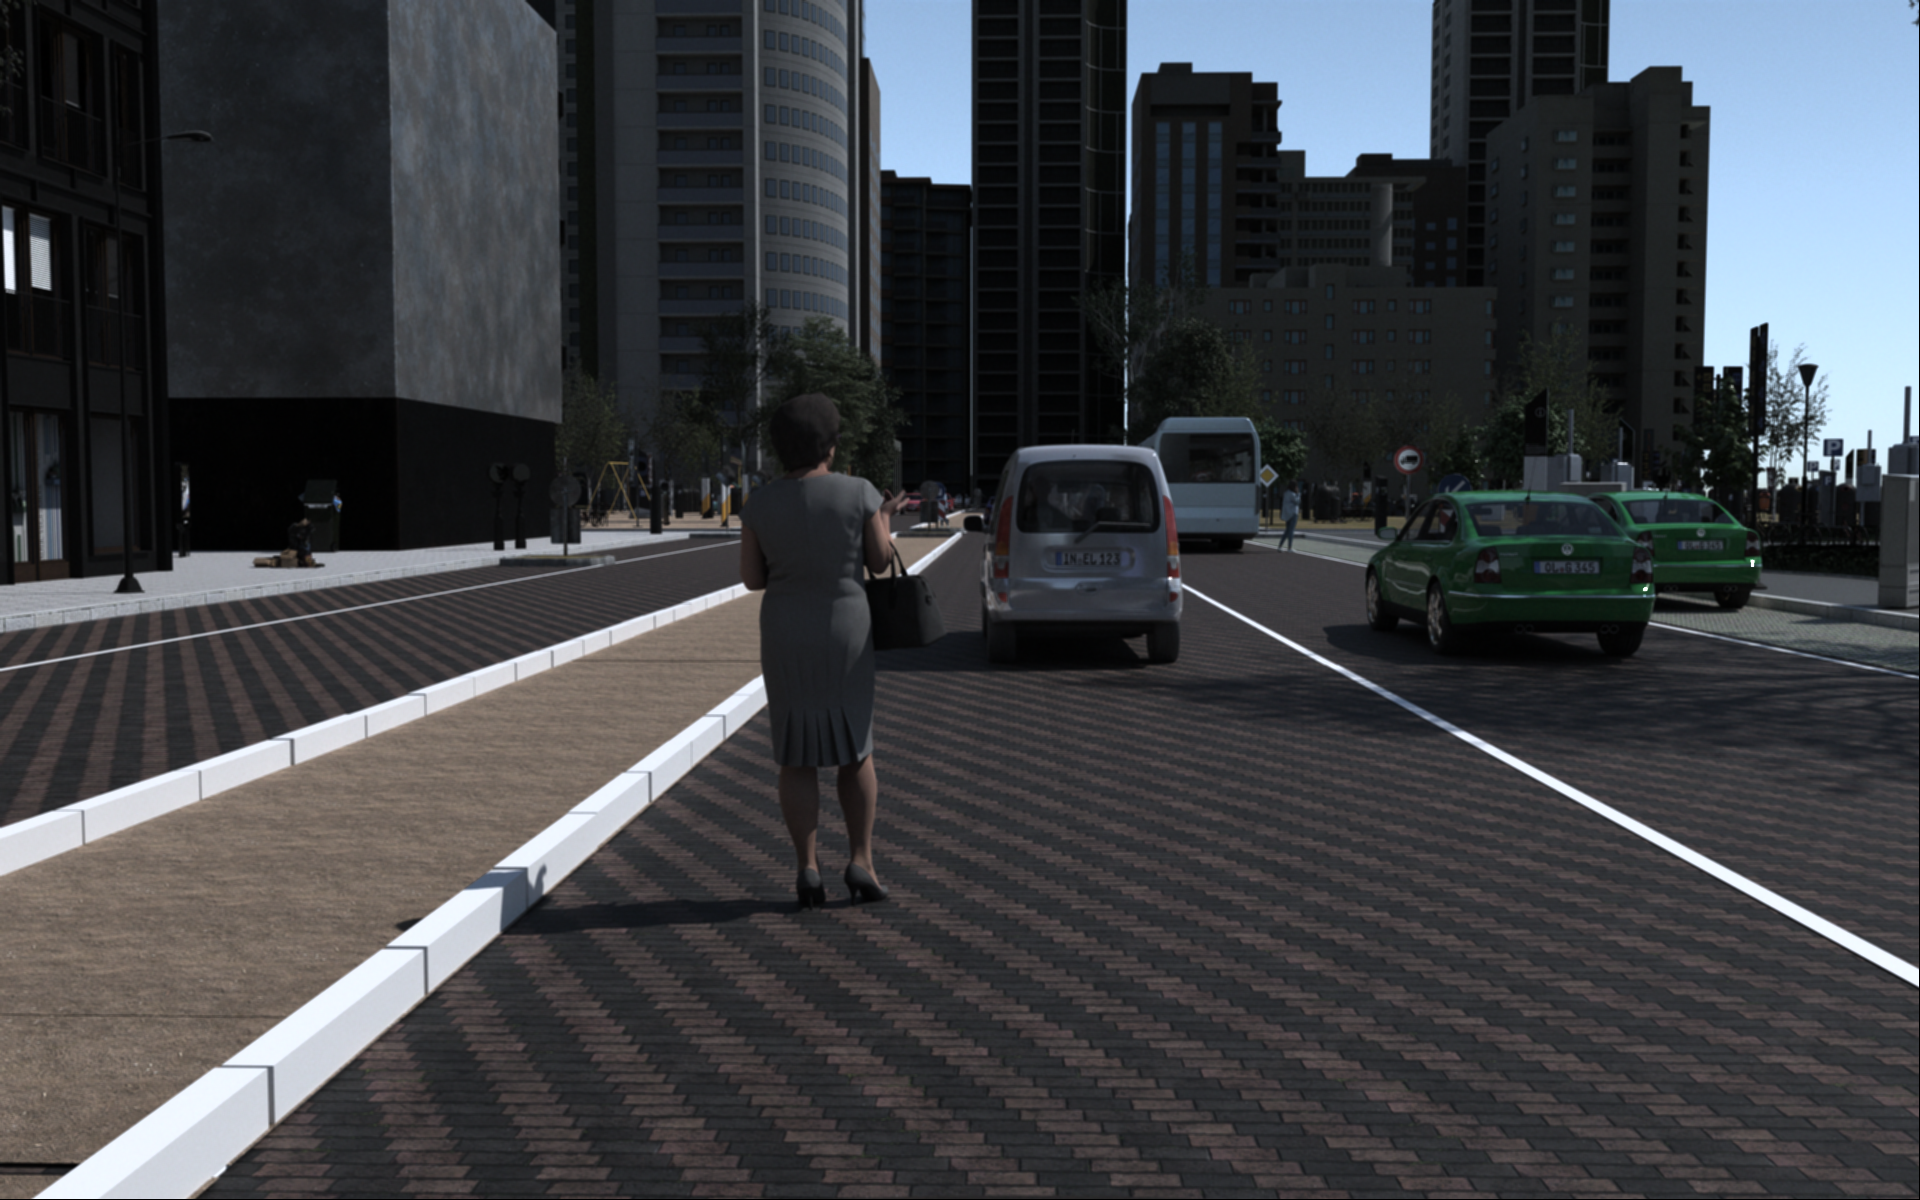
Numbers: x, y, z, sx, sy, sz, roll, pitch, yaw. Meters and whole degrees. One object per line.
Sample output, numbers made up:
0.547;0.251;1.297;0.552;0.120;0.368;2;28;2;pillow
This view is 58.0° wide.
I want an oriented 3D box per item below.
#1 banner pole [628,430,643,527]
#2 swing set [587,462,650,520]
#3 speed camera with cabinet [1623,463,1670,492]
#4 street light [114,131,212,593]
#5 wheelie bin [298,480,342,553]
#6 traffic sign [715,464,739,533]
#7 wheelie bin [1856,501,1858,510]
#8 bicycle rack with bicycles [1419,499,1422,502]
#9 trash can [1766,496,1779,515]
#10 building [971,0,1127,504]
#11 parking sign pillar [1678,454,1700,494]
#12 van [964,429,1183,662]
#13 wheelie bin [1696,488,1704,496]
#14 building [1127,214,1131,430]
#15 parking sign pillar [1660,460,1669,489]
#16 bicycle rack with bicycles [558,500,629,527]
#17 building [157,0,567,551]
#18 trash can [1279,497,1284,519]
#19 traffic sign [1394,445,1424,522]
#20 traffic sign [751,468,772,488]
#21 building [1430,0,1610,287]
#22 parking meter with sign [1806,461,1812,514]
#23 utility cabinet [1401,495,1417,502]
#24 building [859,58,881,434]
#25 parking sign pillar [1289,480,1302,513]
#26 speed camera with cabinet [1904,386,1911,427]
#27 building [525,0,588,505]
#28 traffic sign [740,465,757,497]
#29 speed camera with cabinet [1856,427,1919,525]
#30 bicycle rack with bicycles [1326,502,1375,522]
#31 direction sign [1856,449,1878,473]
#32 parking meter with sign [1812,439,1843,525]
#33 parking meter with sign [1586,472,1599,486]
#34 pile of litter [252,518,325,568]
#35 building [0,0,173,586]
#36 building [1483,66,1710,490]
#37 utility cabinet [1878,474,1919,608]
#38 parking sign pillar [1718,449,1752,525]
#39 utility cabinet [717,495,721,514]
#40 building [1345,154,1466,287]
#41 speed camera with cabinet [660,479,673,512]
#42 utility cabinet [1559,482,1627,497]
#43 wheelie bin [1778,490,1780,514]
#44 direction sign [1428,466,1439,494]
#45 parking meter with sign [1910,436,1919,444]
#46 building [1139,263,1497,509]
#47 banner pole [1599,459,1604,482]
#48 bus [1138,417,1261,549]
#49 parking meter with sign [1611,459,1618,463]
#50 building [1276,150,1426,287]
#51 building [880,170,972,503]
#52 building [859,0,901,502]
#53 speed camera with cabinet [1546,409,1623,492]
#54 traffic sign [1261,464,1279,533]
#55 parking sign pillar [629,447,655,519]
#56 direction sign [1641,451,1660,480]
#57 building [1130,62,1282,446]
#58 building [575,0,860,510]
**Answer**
-12.696;-4.737;67.463;0.401;3.779;0.863;-3;5;-43;banner pole
-16.925;-5.419;86.222;2.862;2.851;3.119;1;4;12;swing set
20.137;-3.505;51.641;2.038;3.252;0.660;-1;4;-16;speed camera with cabinet
-10.272;-3.046;22.342;1.470;5.913;1.316;0;4;2;street light
-14.073;-1.851;38.172;0.980;1.594;0.693;0;4;-3;wheelie bin
-7.738;-3.297;57.553;0.795;2.450;0.064;0;4;2;traffic sign
56.680;-6.248;110.056;0.980;1.594;0.693;0;4;-6;wheelie bin
34.800;-7.243;131.803;2.852;0.926;2.925;1;4;19;bicycle rack with bicycles
50.472;-5.871;107.646;0.748;1.137;0.748;0;3;0;trash can
12.061;-48.698;234.463;20.611;71.187;20.563;0;4;2;building
45.935;-7.379;109.126;1.447;3.967;1.447;-3;5;-43;parking sign pillar
1.043;-0.559;16.153;2.013;2.044;4.112;0;4;0;van
39.486;-5.202;92.961;0.693;1.594;0.980;-2;4;-28;wheelie bin
29.799;-33.535;231.895;14.086;41.232;14.154;0;4;2;building
55.058;-9.028;136.077;1.447;3.967;1.447;-2;4;-24;parking sign pillar
-14.940;-3.349;68.136;2.852;0.926;2.925;2;4;27;bicycle rack with bicycles
-20.773;-10.992;47.166;16.811;18.784;16.820;0;4;2;building
16.017;-4.485;84.985;0.748;1.137;0.748;0;3;0;trash can
11.660;-2.748;45.043;0.768;2.556;0.104;1;4;9;traffic sign
-7.502;-3.785;65.535;0.795;2.450;0.064;0;4;2;traffic sign
75.626;-48.586;232.634;20.611;71.187;20.563;0;4;2;building
43.615;-5.599;87.797;0.543;3.016;1.738;-2;4;-24;parking meter with sign
30.884;-6.606;119.165;1.020;1.237;0.306;0;4;3;utility cabinet
-15.459;-32.143;175.641;14.600;45.320;14.200;0;4;2;building
22.809;-7.972;118.818;1.447;3.967;1.447;0;4;6;parking sign pillar
17.770;-2.259;31.277;0.660;3.252;2.038;-1;4;-16;speed camera with cabinet
-48.838;-46.881;204.754;20.611;71.187;20.563;0;4;2;building
-9.233;-4.623;75.689;0.768;2.556;0.104;0;4;6;traffic sign
28.766;-3.610;53.357;2.038;3.252;0.660;2;4;29;speed camera with cabinet
18.545;-4.143;81.125;2.925;0.926;2.852;0;4;-8;bicycle rack with bicycles
45.692;-5.836;87.417;0.876;3.537;0.379;1;4;12;direction sign
27.864;-3.629;55.598;0.543;3.016;1.738;1;4;18;parking meter with sign
50.144;-8.567;136.332;0.543;3.016;1.738;-3;4;-36;parking meter with sign
-11.825;-1.009;30.462;1.176;0.858;1.719;-2;4;-26;pile of litter
-19.559;-11.676;20.579;12.332;23.373;15.834;0;4;2;building
74.305;-35.331;201.363;21.600;48.544;21.300;0;4;2;building
10.824;-0.672;19.673;1.173;1.500;0.318;-3;5;-44;utility cabinet
32.544;-5.143;72.567;1.447;3.967;1.447;-1;4;-12;parking sign pillar
-14.773;-5.988;109.073;1.020;1.237;0.306;1;4;15;utility cabinet
58.132;-35.510;230.694;14.200;45.320;14.600;0;4;2;building
-18.529;-6.792;105.392;2.038;3.252;0.660;1;4;10;speed camera with cabinet
11.965;-1.476;32.814;1.173;1.500;0.318;3;4;39;utility cabinet
58.329;-7.077;123.615;0.980;1.594;0.693;-2;4;-24;wheelie bin
37.735;-8.929;137.994;0.876;3.537;0.379;2;4;27;direction sign
28.466;-3.370;51.363;0.543;3.016;1.738;2;4;25;parking meter with sign
31.358;-19.236;159.555;27.650;21.520;28.899;0;4;2;building
43.583;-7.810;117.716;0.401;3.779;0.863;3;5;41;banner pole
6.326;-3.260;48.154;2.948;3.499;13.247;0;4;4;bus
32.217;-5.422;84.908;0.543;3.016;1.738;1;4;19;parking meter with sign
34.945;-31.110;200.531;32.217;40.220;23.993;0;4;2;building
-12.638;-35.619;237.000;28.867;44.769;22.147;0;4;2;building
-23.104;-54.364;201.521;31.000;86.520;22.319;0;4;2;building
14.616;-2.840;40.770;2.038;3.252;0.660;-2;4;-35;speed camera with cabinet
10.097;-3.264;57.006;0.795;2.450;0.064;0;4;2;traffic sign
-16.591;-6.235;90.413;1.447;3.967;1.447;-1;4;-19;parking sign pillar
36.317;-6.063;91.127;0.876;3.537;0.379;1;4;20;direction sign
25.261;-32.485;181.232;14.600;45.320;14.200;0;4;2;building
-20.642;-37.444;154.215;21.231;58.520;28.212;0;4;2;building
